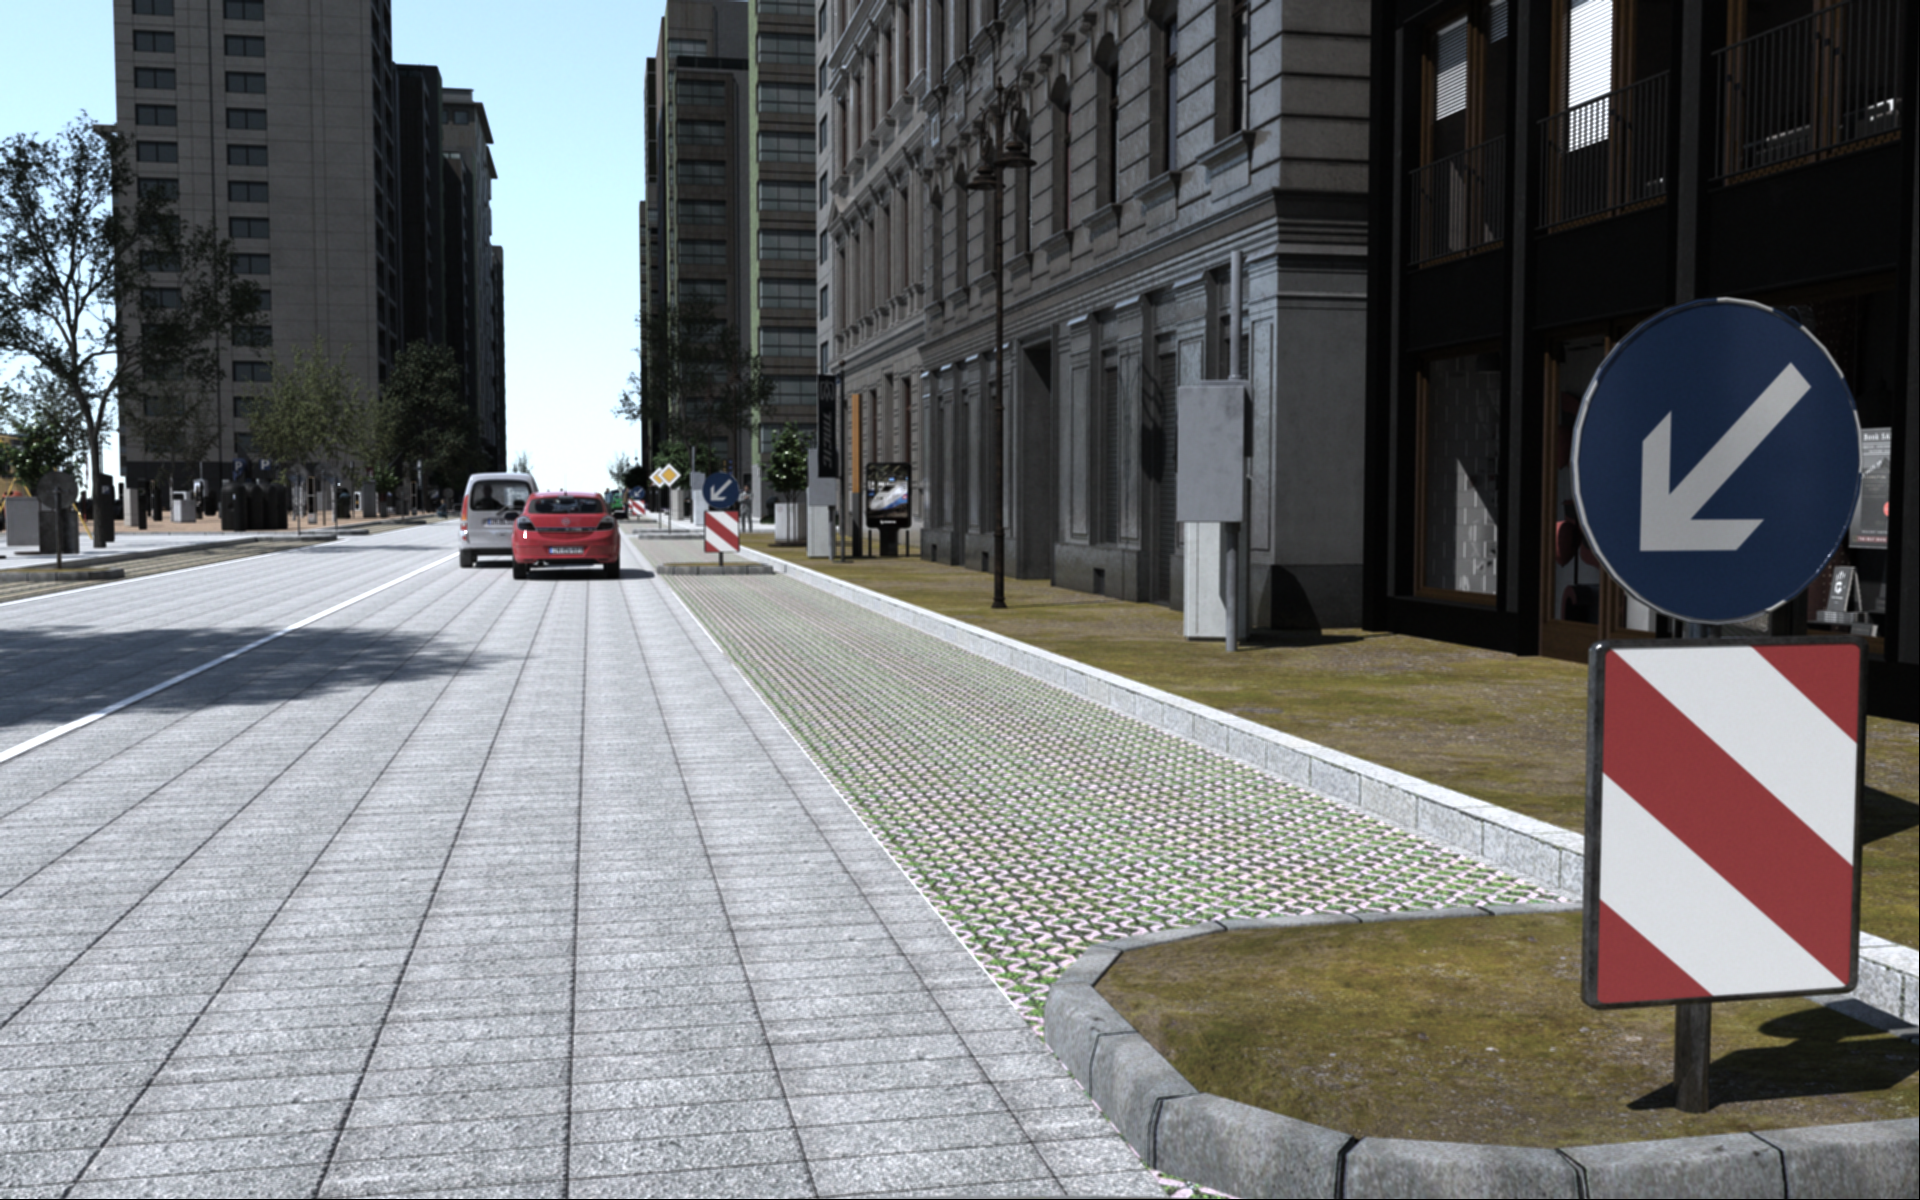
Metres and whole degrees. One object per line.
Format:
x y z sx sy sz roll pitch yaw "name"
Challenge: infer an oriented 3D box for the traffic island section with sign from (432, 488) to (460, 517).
-32.393 -6.190 109.835 1.989 1.847 2.006 -1 4 -12 "traffic island section with sign"

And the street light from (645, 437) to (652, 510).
-25.539 -10.325 141.599 0.468 5.910 1.993 -1 4 -12 "street light"

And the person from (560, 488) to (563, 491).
-27.896 -6.906 121.423 0.388 1.821 0.555 2 4 23 "person"

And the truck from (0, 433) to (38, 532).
-33.262 -3.564 54.198 9.791 3.379 3.469 -1 4 -12 "truck"

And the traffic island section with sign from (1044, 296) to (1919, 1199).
1.279 0.268 4.250 1.989 1.847 2.006 -1 4 -12 "traffic island section with sign"

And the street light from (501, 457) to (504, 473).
-57.435 -14.972 217.575 0.468 5.910 1.993 -1 4 -12 "street light"

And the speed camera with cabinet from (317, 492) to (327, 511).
-48.491 -8.265 129.468 2.038 3.252 0.660 -3 4 -37 "speed camera with cabinet"

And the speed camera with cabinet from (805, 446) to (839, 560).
-2.752 -2.445 34.308 0.660 3.252 2.038 0 4 -6 "speed camera with cabinet"

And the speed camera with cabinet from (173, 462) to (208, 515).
-47.296 -6.847 106.289 2.038 3.252 0.660 0 4 -2 "speed camera with cabinet"

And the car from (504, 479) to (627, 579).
-6.979 -1.325 30.697 2.155 1.783 4.494 -1 4 -13 "car"

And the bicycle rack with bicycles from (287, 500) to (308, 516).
-39.101 -5.338 100.662 2.852 0.926 2.925 -2 4 -32 "bicycle rack with bicycles"

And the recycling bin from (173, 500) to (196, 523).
-34.825 -3.990 77.785 0.722 1.027 0.722 3 5 40 "recycling bin"

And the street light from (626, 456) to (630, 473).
-42.851 -15.314 223.164 0.468 5.910 1.993 -1 4 -12 "street light"

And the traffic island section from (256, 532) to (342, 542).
-20.341 -1.894 53.254 2.009 0.180 2.903 -1 4 -12 "traffic island section"

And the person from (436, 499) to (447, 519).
-30.001 -5.262 100.027 0.738 1.151 1.012 0 4 4 "person"

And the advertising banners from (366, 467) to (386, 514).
-37.808 -7.171 113.430 2.074 3.025 0.090 -2 4 -29 "advertising banners"

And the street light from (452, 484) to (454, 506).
-40.238 -10.065 137.348 0.468 5.910 1.993 -1 4 -12 "street light"

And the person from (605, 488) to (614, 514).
-20.817 -5.746 102.786 0.601 1.785 0.444 3 4 38 "person"

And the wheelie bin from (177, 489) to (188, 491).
-50.497 -6.403 112.598 0.980 1.594 0.693 -1 4 -18 "wheelie bin"

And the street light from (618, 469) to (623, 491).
-50.345 -17.452 258.120 0.468 5.910 1.993 -1 4 -12 "street light"

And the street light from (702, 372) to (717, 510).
-9.453 -5.666 65.422 0.468 5.910 1.993 -1 4 -12 "street light"

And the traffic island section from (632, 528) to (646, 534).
-10.956 -2.515 63.400 2.009 0.180 2.903 -1 4 -12 "traffic island section"

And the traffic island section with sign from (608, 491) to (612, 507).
-21.653 -6.329 112.101 1.989 1.847 2.006 -1 4 -12 "traffic island section with sign"

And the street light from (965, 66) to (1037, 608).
0.441 -2.846 19.323 0.468 5.910 1.993 -1 4 -12 "street light"

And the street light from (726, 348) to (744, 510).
-7.139 -5.028 54.992 0.468 5.910 1.993 -1 4 -12 "street light"

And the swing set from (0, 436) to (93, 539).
-25.943 -3.059 47.632 2.862 2.851 3.119 0 4 -8 "swing set"

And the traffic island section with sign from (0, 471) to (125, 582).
-15.199 -1.245 28.987 1.989 1.847 2.006 -1 4 -12 "traffic island section with sign"

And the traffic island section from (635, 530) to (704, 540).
-9.295 -2.037 55.589 2.009 0.180 2.903 -1 4 -12 "traffic island section"

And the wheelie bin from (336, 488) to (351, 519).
-32.302 -5.057 90.596 0.980 1.594 0.693 1 4 22 "wheelie bin"

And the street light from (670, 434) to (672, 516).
-16.833 -7.849 101.121 0.468 5.910 1.993 -1 4 -12 "street light"

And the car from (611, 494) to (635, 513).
-26.096 -7.660 134.034 1.959 1.807 4.718 -1 4 -12 "car"

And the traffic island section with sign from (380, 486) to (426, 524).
-26.656 -4.545 82.934 1.989 1.847 2.006 -1 4 -12 "traffic island section with sign"

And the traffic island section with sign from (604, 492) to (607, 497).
-31.963 -9.292 160.545 1.989 1.847 2.006 -1 4 -12 "traffic island section with sign"

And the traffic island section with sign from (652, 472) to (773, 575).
-4.485 -1.390 31.353 1.989 1.847 2.006 -1 4 -12 "traffic island section with sign"

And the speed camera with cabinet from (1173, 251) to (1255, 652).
2.211 -1.258 14.909 0.660 3.252 2.038 1 4 12 "speed camera with cabinet"

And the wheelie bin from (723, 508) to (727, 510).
-14.724 -6.076 107.247 0.980 1.594 0.693 0 4 0 "wheelie bin"

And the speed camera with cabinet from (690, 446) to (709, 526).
-10.655 -4.688 70.989 0.660 3.252 2.038 -1 4 -14 "speed camera with cabinet"

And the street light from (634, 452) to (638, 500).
-32.991 -12.463 176.564 0.468 5.910 1.993 -1 4 -12 "street light"

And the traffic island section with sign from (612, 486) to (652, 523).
-16.051 -4.716 85.732 1.989 1.847 2.006 -1 4 -12 "traffic island section with sign"

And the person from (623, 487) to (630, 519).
-18.872 -5.470 97.850 0.656 1.842 0.836 2 4 32 "person"

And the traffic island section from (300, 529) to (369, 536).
-22.002 -2.372 61.065 2.009 0.180 2.903 -1 4 -12 "traffic island section"

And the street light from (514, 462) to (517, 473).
-64.795 -17.111 252.559 0.468 5.910 1.993 -1 4 -12 "street light"

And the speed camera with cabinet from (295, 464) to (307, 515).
-40.361 -6.819 105.818 0.660 3.252 2.038 -1 4 -14 "speed camera with cabinet"

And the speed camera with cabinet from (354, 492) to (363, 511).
-45.551 -8.441 132.340 2.038 3.252 0.660 3 5 43 "speed camera with cabinet"

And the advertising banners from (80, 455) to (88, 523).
-39.245 -4.981 77.634 0.090 3.025 2.074 -2 4 -35 "advertising banners"

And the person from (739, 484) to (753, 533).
-7.536 -3.198 60.972 0.511 1.800 0.466 0 4 -7 "person"
